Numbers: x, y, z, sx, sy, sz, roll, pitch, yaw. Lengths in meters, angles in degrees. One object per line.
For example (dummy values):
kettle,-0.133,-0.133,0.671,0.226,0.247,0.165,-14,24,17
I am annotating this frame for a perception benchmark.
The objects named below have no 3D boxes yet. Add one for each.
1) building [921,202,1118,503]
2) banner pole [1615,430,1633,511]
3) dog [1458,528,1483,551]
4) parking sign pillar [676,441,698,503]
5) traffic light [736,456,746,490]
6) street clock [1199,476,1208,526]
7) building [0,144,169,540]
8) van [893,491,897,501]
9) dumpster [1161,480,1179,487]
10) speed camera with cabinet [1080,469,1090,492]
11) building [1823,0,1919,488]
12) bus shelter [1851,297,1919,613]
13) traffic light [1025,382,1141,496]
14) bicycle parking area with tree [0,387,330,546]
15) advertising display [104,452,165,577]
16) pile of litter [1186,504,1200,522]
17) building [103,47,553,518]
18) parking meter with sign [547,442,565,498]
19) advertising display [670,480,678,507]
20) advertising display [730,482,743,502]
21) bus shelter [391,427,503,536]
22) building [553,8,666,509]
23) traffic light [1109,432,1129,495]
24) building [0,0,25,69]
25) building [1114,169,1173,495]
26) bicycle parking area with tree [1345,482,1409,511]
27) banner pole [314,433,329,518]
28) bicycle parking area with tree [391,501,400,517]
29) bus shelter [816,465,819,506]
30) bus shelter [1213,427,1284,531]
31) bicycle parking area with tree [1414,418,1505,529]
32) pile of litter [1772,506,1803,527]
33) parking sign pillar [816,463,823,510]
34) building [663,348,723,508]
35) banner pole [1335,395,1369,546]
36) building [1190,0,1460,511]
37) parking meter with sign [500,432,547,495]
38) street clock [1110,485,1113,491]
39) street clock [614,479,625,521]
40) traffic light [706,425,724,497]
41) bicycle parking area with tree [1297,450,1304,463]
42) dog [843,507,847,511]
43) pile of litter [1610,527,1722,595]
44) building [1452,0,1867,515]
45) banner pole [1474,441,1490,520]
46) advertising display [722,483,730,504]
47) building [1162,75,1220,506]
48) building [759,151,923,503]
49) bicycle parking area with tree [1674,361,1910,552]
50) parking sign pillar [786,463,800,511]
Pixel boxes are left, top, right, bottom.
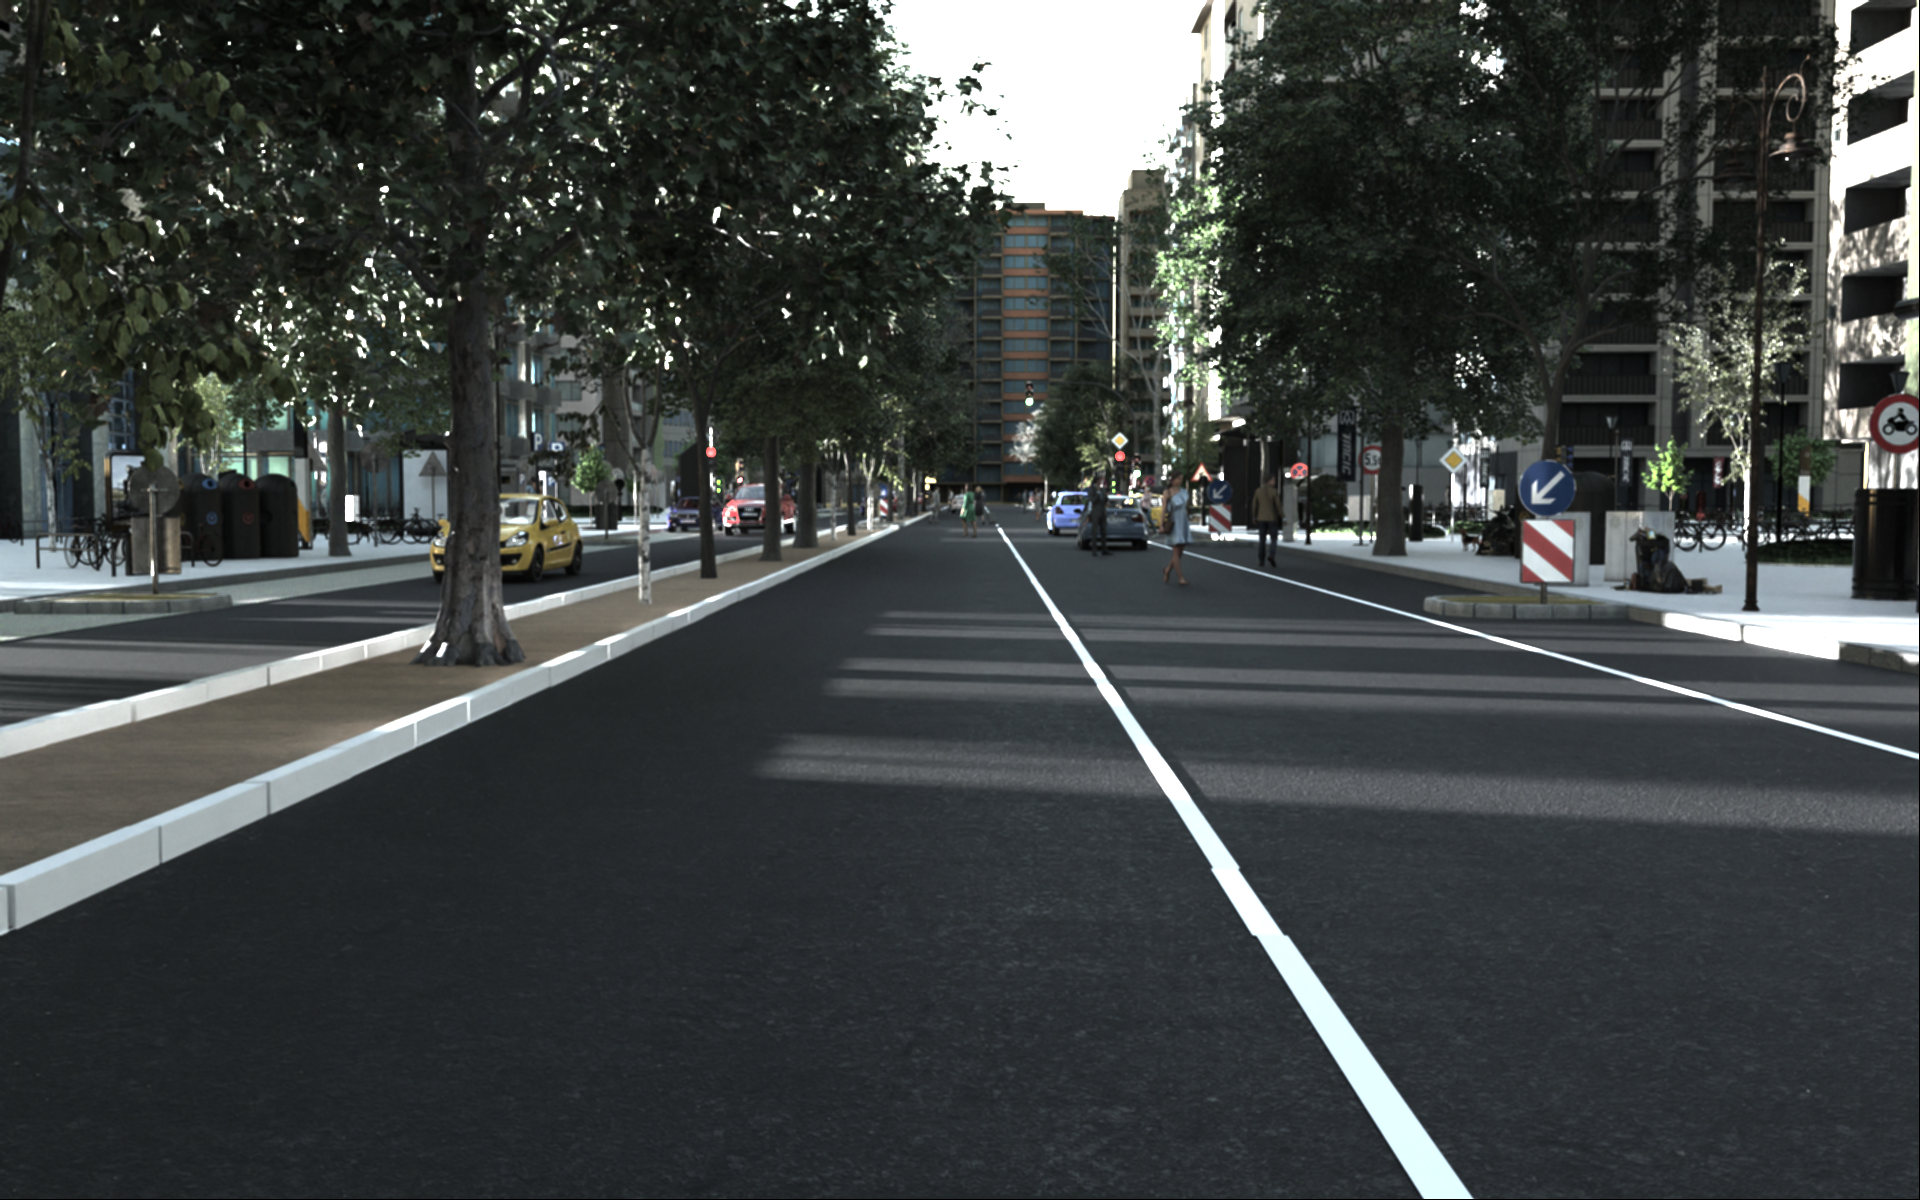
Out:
building,8.853,-37.153,262.079,28.867,44.769,22.147,0,4,1
banner pole,25.976,-4.768,67.981,0.863,3.779,0.401,0,4,4
dog,11.493,-1.355,38.982,0.540,0.507,0.406,1,4,17
parking sign pillar,-12.741,-5.705,81.752,1.447,3.967,1.447,-3,5,-41
traffic light,-7.883,-6.345,78.411,4.771,5.953,1.251,0,4,1
street clock,9.704,-3.945,69.069,0.358,2.002,0.471,-1,4,-14
building,-41.991,-44.748,44.300,31.000,86.520,22.319,0,4,1
van,-8.647,-12.512,211.574,2.013,2.044,4.112,0,4,2
dumpster,14.102,-7.068,118.055,1.502,2.255,1.985,0,4,0
speed camera with cabinet,9.952,-8.582,134.657,0.660,3.252,2.038,-1,4,-16
building,31.762,-16.819,46.690,14.160,30.474,14.107,0,4,1
bus shelter,11.127,-2.415,17.114,2.179,5.291,8.768,0,4,0
traffic light,5.018,-5.840,70.145,4.771,5.953,1.251,0,4,1
bicycle parking area with tree,-21.548,-3.595,45.784,8.231,4.147,9.016,1,4,16
advertising display,-12.964,-1.348,27.250,0.123,1.923,0.974,2,4,27
pile of litter,10.513,-3.972,78.900,1.719,0.858,1.176,-2,4,-34
building,-37.676,-29.759,106.160,23.786,49.044,30.456,0,4,1
parking meter with sign,-13.886,-3.810,58.549,0.543,3.016,1.738,-2,4,-31
advertising display,-13.015,-4.504,78.857,0.123,1.923,0.974,-1,4,-22
advertising display,-11.819,-5.315,92.112,0.123,1.923,0.974,1,4,20
bus shelter,-16.250,-3.740,55.080,2.014,3.302,5.546,0,4,0
building,-32.148,-27.887,139.550,14.154,41.232,14.086,0,4,1
traffic light,7.185,-5.464,78.252,0.839,4.253,0.868,0,4,1
building,-65.411,-31.563,105.299,27.495,52.752,28.713,0,4,1
building,34.073,-38.939,260.360,21.600,48.544,21.300,0,4,1
bicycle parking area with tree,24.890,-6.386,91.410,8.231,4.147,9.016,-3,5,-43
banner pole,-26.034,-4.926,70.550,0.863,3.779,0.401,2,4,28
bicycle parking area with tree,-27.567,-6.182,88.078,8.231,4.147,9.016,1,4,20
bus shelter,-12.243,-9.050,139.248,1.731,3.624,6.357,0,4,1
bus shelter,10.592,-4.429,63.695,1.731,3.624,6.357,0,4,1
bicycle parking area with tree,21.198,-4.682,63.556,8.231,4.147,9.016,1,4,19
pile of litter,32.619,-3.329,68.401,1.176,0.858,1.719,-1,4,-14
parking sign pillar,-12.117,-9.520,144.130,1.447,3.967,1.447,0,4,2
building,-39.663,-40.511,204.346,28.212,58.520,21.231,0,4,1
banner pole,9.789,-3.250,43.156,0.863,3.779,0.401,0,4,0
building,38.448,-35.523,170.032,28.713,52.752,27.495,0,4,1
parking meter with sign,-12.722,-3.237,49.180,1.738,3.016,0.543,1,4,17
street clock,11.490,-7.783,131.821,0.358,2.002,0.471,0,4,5
street clock,-16.096,-4.729,81.897,0.471,2.002,0.358,-2,4,-23
traffic light,-10.050,-4.984,70.411,0.839,4.253,0.868,0,4,1
bicycle parking area with tree,23.923,-7.734,113.446,8.231,4.147,9.016,-2,4,-30
dog,-9.510,-7.458,142.126,0.748,0.427,0.550,-3,4,-39
pile of litter,9.338,-0.547,22.912,1.176,0.858,1.719,0,4,-1
building,41.800,-40.432,99.313,20.611,71.187,20.563,0,4,1
banner pole,24.805,-5.654,82.462,0.863,3.779,0.401,1,4,14
advertising display,-13.821,-6.061,104.315,0.974,1.923,0.123,-1,4,-19
building,35.498,-35.464,199.452,23.786,49.044,30.456,0,4,1
building,-19.696,-43.966,260.843,28.212,58.520,21.231,0,4,1
bicycle parking area with tree,19.804,-3.192,39.189,8.231,4.147,9.016,-1,4,-23
parking sign pillar,-12.855,-8.932,134.510,1.447,3.967,1.447,1,4,23
